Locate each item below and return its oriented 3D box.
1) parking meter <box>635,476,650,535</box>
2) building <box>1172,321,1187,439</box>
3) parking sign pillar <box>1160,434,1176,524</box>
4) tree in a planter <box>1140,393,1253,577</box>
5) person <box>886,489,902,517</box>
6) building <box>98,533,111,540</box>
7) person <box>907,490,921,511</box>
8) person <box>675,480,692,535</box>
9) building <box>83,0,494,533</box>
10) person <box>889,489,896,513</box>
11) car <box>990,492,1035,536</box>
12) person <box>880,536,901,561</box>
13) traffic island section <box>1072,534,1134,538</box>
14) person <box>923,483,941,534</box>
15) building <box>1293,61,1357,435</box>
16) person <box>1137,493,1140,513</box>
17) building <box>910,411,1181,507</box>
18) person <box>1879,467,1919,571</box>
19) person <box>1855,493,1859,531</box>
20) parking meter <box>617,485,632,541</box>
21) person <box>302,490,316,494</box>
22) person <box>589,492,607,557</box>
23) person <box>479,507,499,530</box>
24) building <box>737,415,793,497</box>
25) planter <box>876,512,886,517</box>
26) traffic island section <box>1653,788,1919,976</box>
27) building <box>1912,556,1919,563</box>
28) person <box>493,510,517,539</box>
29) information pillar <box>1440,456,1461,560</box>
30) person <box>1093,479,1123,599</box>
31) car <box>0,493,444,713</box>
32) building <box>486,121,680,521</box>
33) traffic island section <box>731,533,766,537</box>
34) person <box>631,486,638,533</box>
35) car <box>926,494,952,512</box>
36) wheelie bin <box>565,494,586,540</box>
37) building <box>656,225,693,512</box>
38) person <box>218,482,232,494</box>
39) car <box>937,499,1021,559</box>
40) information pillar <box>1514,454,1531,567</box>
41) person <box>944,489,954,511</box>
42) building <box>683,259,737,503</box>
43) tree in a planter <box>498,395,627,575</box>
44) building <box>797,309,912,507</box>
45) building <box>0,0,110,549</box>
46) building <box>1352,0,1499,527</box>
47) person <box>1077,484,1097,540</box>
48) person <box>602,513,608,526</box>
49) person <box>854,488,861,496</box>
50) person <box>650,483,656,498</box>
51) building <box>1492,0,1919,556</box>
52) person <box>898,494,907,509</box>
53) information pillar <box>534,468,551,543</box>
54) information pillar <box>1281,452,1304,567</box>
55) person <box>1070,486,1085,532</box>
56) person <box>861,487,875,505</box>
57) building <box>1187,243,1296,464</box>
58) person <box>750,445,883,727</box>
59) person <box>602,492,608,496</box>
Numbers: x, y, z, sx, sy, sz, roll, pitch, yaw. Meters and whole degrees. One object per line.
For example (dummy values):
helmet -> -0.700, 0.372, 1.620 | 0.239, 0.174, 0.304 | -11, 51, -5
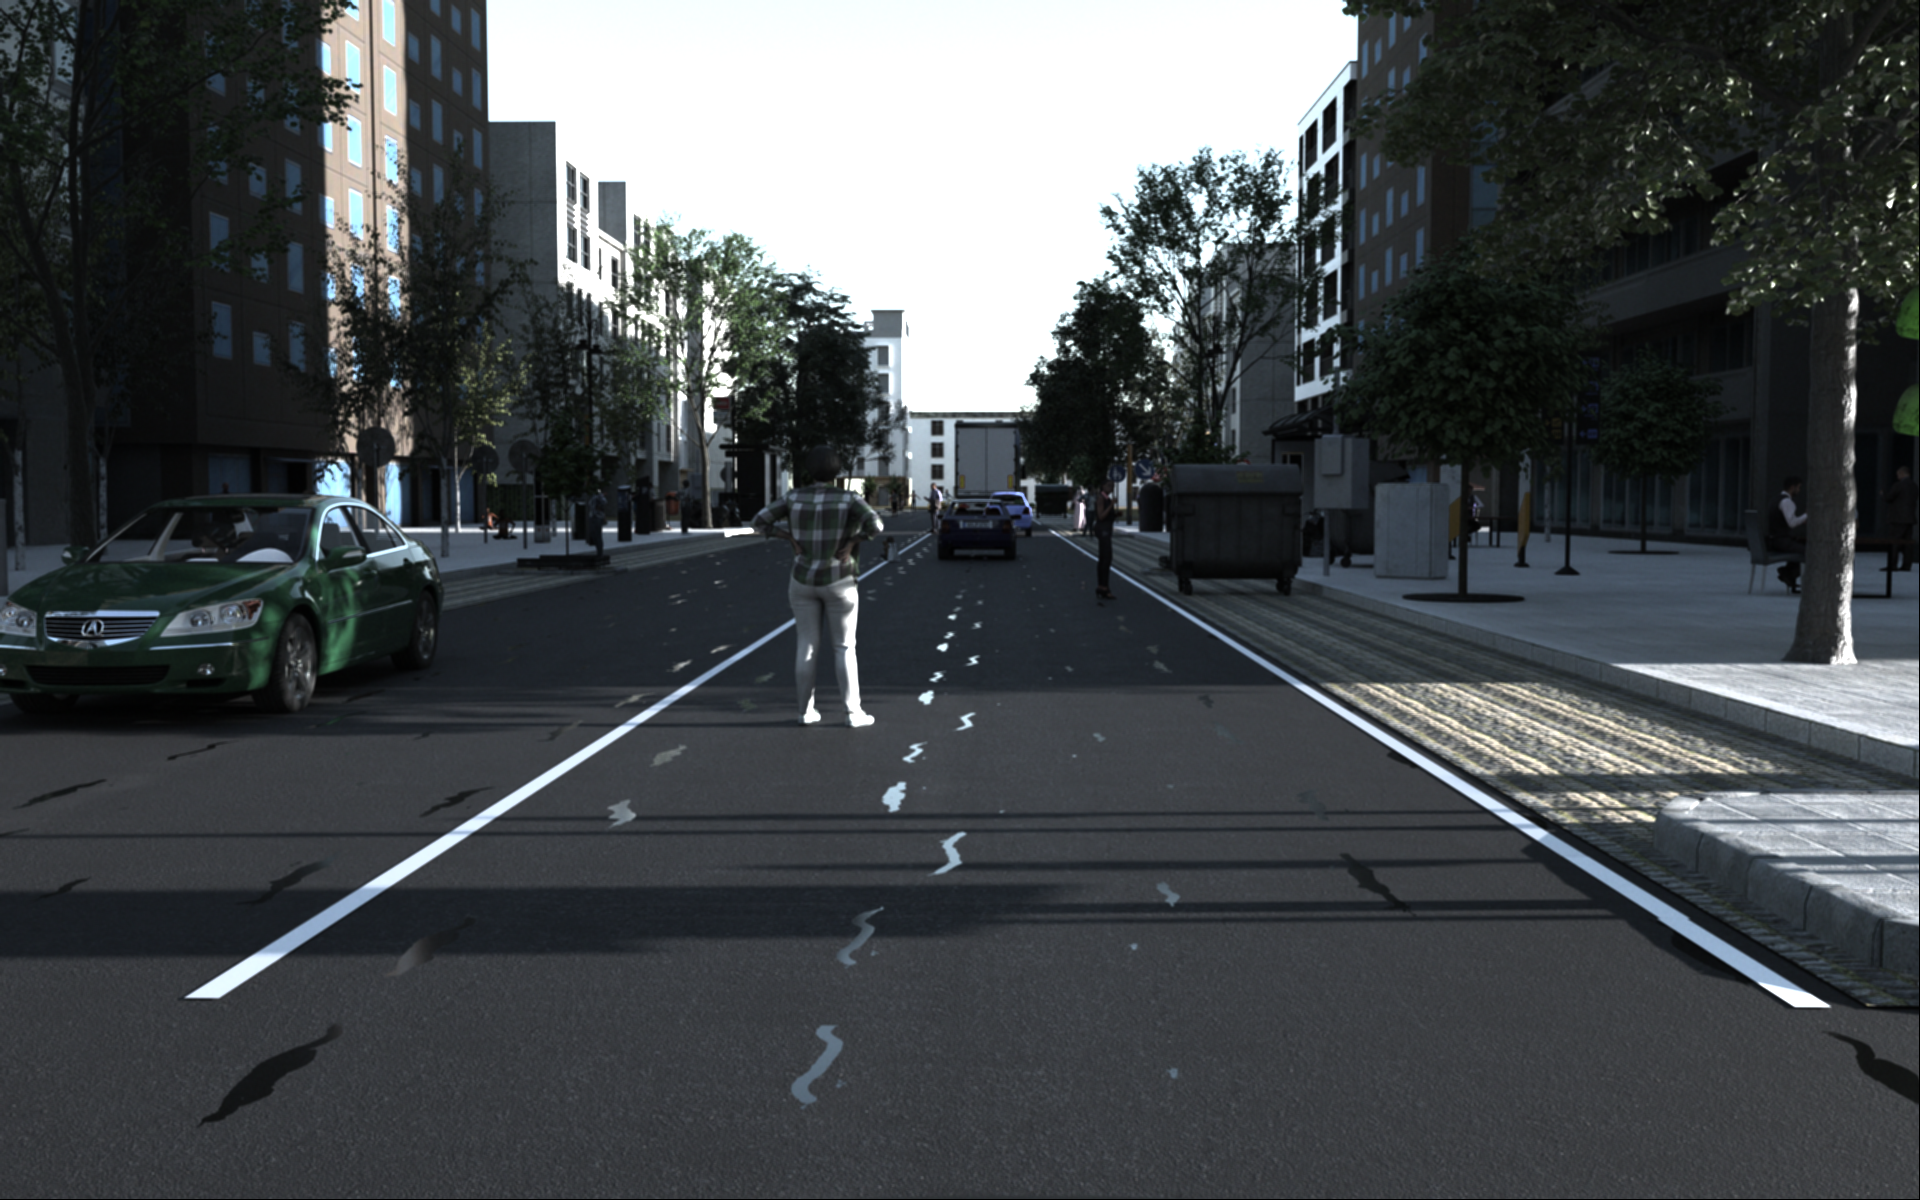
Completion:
parking meter -> -10.065, -3.011, 54.942 | 0.399, 1.863, 0.255 | -3, 4, -38
building -> 28.811, -20.013, 183.630 | 11.380, 20.091, 16.016 | 0, 4, 1
parking sign pillar -> 8.925, -5.223, 73.868 | 1.447, 3.967, 1.447 | 0, 4, -7
tree in a planter -> 4.234, -2.047, 30.697 | 1.991, 3.239, 1.994 | 0, 4, 1
person -> -4.186, -6.161, 110.023 | 1.217, 1.735, 0.721 | -2, 4, -34
building -> -27.934, -24.708, 54.088 | 14.600, 45.320, 14.200 | 0, 4, 1
person -> -3.815, -8.165, 142.711 | 1.217, 1.736, 0.721 | 1, 4, 12
person -> -8.676, -2.929, 54.654 | 0.376, 1.734, 0.841 | -2, 4, -28
building -> -27.580, -25.575, 68.257 | 14.600, 45.320, 14.200 | 0, 4, 1
person -> -4.917, -7.276, 127.407 | 0.705, 1.831, 1.348 | 1, 4, 15
car -> 1.653, -3.092, 60.139 | 1.945, 1.707, 3.694 | 0, 4, 2
person -> -1.472, -1.098, 36.927 | 0.381, 0.543, 0.357 | -3, 5, -44
traffic island section -> 4.729, -2.132, 57.732 | 1.991, 0.108, 1.994 | 0, 4, 1
person -> -1.025, -3.322, 62.688 | 0.599, 1.838, 0.709 | -3, 4, -38
building -> 32.567, -15.540, 98.060 | 27.936, 21.610, 32.646 | 0, 4, 1
person -> 11.978, -6.486, 115.317 | 0.421, 1.427, 0.697 | 1, 4, 9
building -> 9.014, -14.568, 180.328 | 28.070, 9.664, 9.099 | 0, 4, 1
person -> 15.626, -1.354, 28.869 | 0.600, 1.739, 0.565 | 3, 4, 39
person -> 12.335, -0.873, 24.230 | 0.340, 1.345, 0.435 | 3, 5, 43
parking meter -> -9.099, -2.359, 46.978 | 0.372, 1.533, 0.369 | 0, 3, 0
person -> -9.669, -0.976, 25.911 | 0.435, 1.345, 0.340 | 2, 4, 27
person -> -7.830, -1.724, 37.414 | 0.376, 1.734, 0.841 | -1, 4, -14
person -> -16.849, -2.909, 61.888 | 0.859, 0.850, 0.655 | 0, 4, -5
building -> -31.855, -14.647, 181.619 | 28.070, 9.664, 9.099 | 0, 4, 1
planter -> -5.671, -5.318, 108.083 | 1.991, 0.319, 1.994 | 0, 4, 1
traffic island section -> 3.770, 0.991, 6.084 | 2.009, 0.180, 2.903 | 0, 4, 1
building -> 28.161, -24.625, 26.316 | 21.600, 48.544, 21.300 | 0, 4, 1
person -> -12.985, -2.130, 49.162 | 0.859, 0.850, 0.655 | 0, 4, 5
information pillar -> 9.638, -2.604, 33.931 | 0.504, 3.616, 0.183 | 0, 4, 8
person -> 2.056, -0.847, 23.816 | 0.415, 1.643, 0.593 | -2, 4, -29
car -> -5.267, -0.065, 12.854 | 2.131, 1.459, 4.920 | 0, 4, 0
building -> -27.166, -14.182, 98.326 | 16.747, 18.905, 31.486 | 0, 4, 1
traffic island section -> -6.605, -2.181, 58.528 | 1.991, 0.108, 1.994 | 0, 4, 1
person -> -10.474, -2.957, 56.259 | 0.662, 1.594, 0.647 | 0, 4, 5
car -> -1.645, -7.752, 136.964 | 2.015, 1.641, 3.980 | 0, 4, 1
wheelie bin -> -10.669, -2.503, 48.836 | 0.980, 1.594, 0.693 | -2, 4, -28
building -> -27.210, -16.118, 119.952 | 16.016, 20.091, 11.380 | 0, 4, 1
person -> -18.384, -2.162, 43.455 | 0.516, 1.574, 0.319 | -2, 4, -29
car -> 0.418, -1.636, 39.321 | 1.945, 1.354, 3.894 | 0, 4, 2
information pillar -> 9.889, -2.383, 30.322 | 0.183, 3.616, 0.504 | 0, 4, 4
person -> -1.085, -8.305, 144.279 | 1.348, 1.826, 0.705 | -2, 4, -29
building -> -34.905, -16.684, 139.246 | 31.486, 18.905, 16.747 | 0, 4, 1
tree in a planter -> -7.114, -2.083, 31.272 | 1.991, 3.239, 1.994 | 0, 4, 1
building -> -11.105, -20.027, 183.867 | 11.380, 20.091, 16.016 | 0, 4, 1
building -> -32.522, -25.191, 31.481 | 23.786, 49.044, 30.456 | 0, 4, 1
building -> 25.192, -25.870, 73.082 | 14.600, 45.320, 14.200 | 0, 4, 1
person -> 4.039, -2.739, 54.001 | 0.841, 1.734, 0.376 | -3, 4, -36
person -> -14.428, -3.266, 69.915 | 0.357, 0.543, 0.381 | -3, 5, -42
person -> -9.495, -9.224, 156.987 | 1.348, 1.807, 0.705 | 0, 4, 0
person -> -14.157, -4.427, 78.572 | 0.875, 1.805, 0.789 | 3, 5, 44
building -> 28.617, -25.894, 47.064 | 21.300, 48.544, 21.600 | 0, 4, 1
person -> -5.133, -8.618, 150.226 | 1.217, 1.723, 0.721 | 1, 4, 19
information pillar -> -11.013, -2.517, 45.645 | 0.304, 2.012, 0.304 | 2, 4, 26
information pillar -> 5.879, -1.601, 30.671 | 0.304, 2.012, 0.304 | -1, 4, -11
person -> 4.533, -3.454, 65.638 | 0.621, 1.740, 0.551 | 3, 5, 40
person -> -7.663, -8.369, 142.506 | 1.348, 1.869, 0.705 | 2, 4, 23
building -> 27.250, -16.144, 130.405 | 16.747, 18.905, 31.486 | 0, 4, 1
person -> -0.850, -0.093, 10.750 | 0.841, 1.734, 0.376 | 1, 4, 15
person -> -13.823, -3.709, 66.557 | 0.599, 1.838, 0.709 | -1, 4, -17
